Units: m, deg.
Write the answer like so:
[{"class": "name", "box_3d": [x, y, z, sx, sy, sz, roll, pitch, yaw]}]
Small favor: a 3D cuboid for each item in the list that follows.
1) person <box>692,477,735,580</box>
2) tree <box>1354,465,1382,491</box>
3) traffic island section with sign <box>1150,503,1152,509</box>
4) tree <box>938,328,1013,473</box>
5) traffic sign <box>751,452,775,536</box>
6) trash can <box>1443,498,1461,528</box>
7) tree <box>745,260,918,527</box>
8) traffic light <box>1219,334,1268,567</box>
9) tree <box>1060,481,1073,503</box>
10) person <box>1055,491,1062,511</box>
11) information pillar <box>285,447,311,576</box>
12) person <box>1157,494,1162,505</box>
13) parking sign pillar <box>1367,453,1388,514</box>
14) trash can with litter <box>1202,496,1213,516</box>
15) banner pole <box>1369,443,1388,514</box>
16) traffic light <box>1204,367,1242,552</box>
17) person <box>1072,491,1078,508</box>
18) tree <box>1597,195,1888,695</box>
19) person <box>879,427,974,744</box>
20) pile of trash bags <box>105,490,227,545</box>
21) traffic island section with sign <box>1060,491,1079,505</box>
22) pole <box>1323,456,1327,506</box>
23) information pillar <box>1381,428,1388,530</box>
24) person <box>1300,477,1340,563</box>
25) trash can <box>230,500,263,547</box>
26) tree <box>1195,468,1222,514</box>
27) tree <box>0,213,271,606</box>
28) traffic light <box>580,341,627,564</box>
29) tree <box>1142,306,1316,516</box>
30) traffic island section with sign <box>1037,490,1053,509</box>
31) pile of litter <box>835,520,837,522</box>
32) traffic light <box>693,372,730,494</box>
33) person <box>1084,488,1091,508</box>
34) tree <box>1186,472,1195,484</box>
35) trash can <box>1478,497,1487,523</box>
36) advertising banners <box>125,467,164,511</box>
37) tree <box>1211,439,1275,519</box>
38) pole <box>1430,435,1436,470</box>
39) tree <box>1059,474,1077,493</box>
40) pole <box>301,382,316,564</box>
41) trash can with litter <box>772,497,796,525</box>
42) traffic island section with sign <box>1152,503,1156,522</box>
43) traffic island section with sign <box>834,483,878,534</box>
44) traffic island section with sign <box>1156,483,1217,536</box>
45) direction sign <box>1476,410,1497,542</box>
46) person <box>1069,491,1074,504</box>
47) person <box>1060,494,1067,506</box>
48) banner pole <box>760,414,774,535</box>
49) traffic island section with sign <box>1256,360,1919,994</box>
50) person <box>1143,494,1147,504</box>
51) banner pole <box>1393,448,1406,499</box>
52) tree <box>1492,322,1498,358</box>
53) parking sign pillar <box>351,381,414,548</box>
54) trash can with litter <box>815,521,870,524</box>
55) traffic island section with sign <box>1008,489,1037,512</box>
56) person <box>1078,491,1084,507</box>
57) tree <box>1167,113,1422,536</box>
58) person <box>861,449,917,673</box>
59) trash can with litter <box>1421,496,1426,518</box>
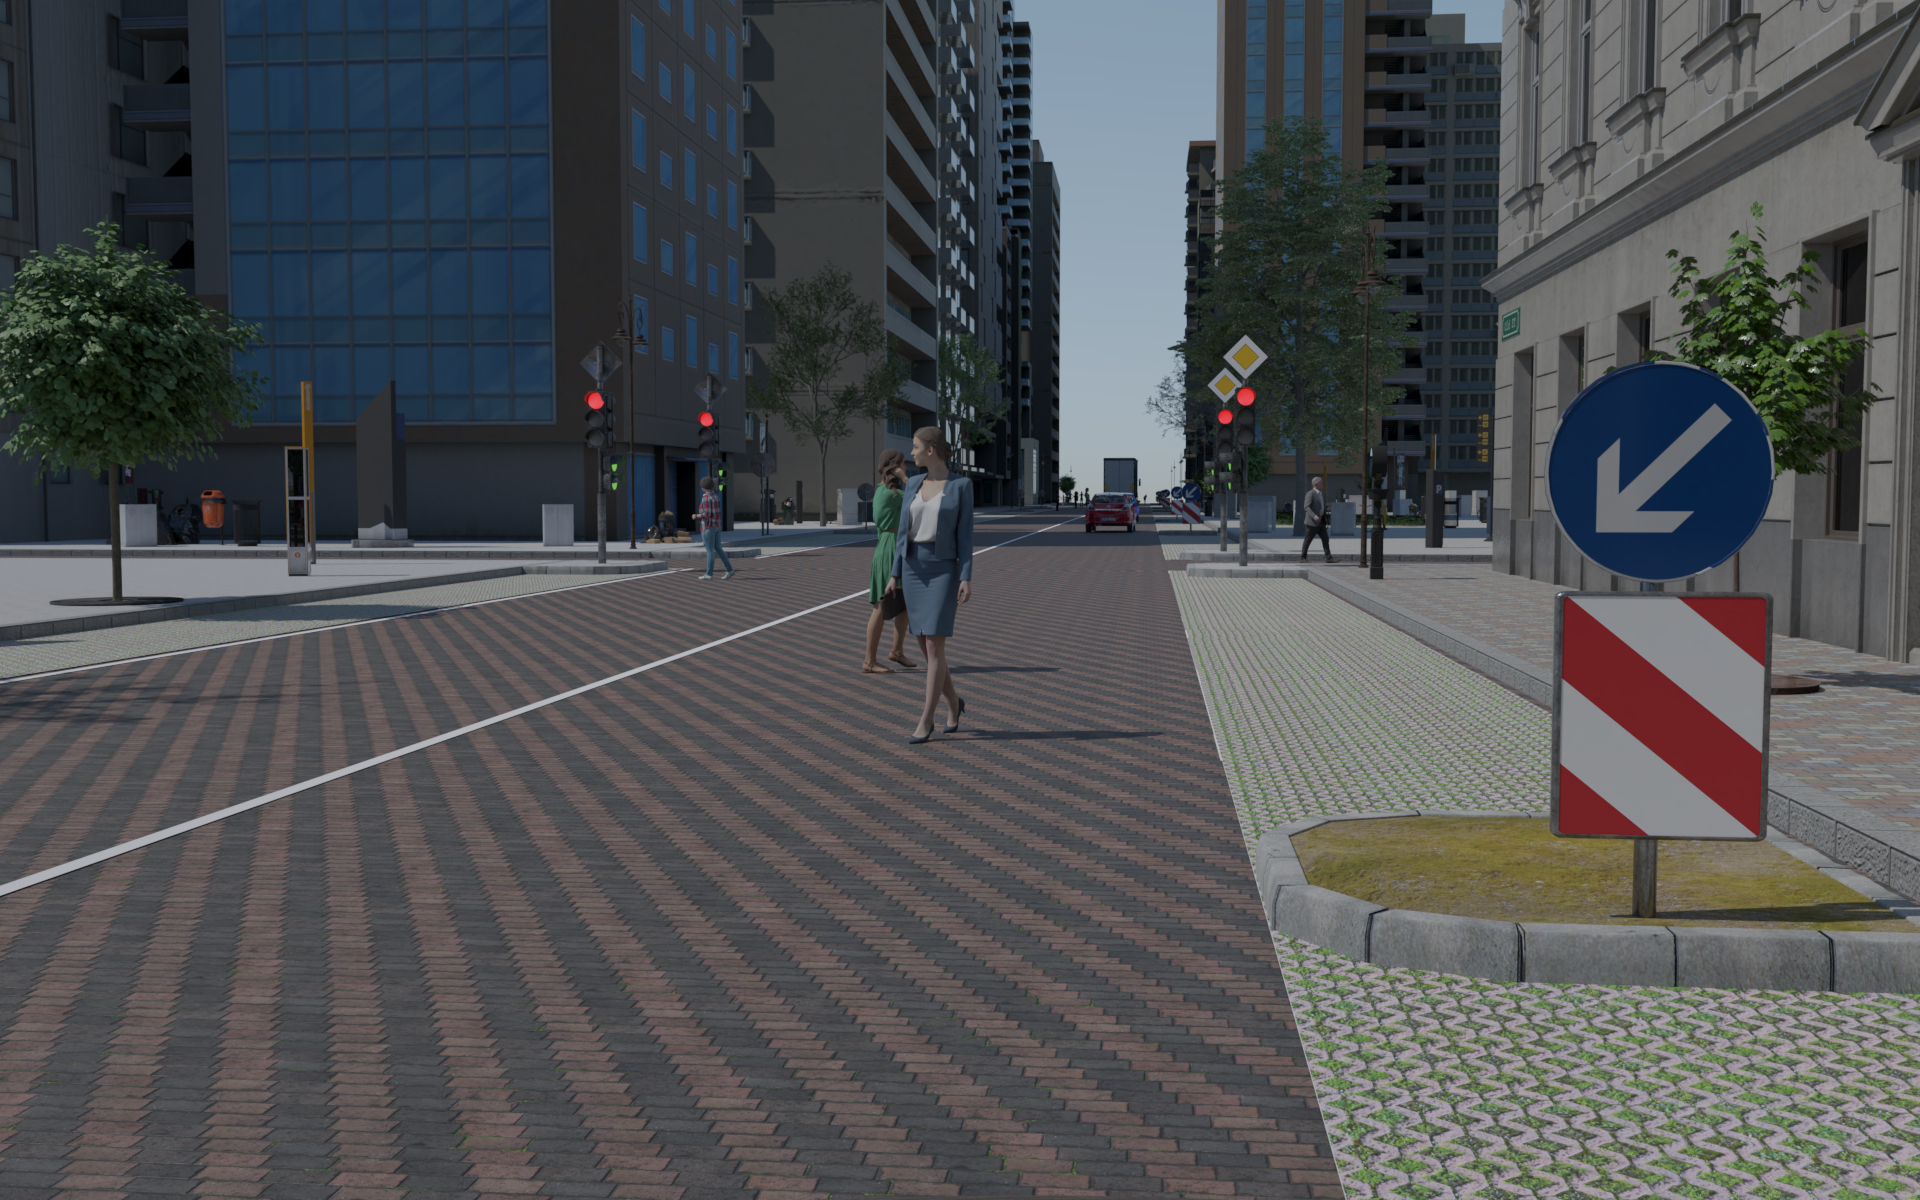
[{"class": "person", "box_3d": [-4.144, -1.206, 29.052, 0.643, 1.720, 0.563, 1, 4, 17]}, {"class": "tree", "box_3d": [21.798, -5.899, 91.044, 1.663, 3.219, 1.824, 0, 3, 0]}, {"class": "traffic island section with sign", "box_3d": [16.337, -7.924, 138.185, 1.989, 1.847, 2.006, 0, 4, 6]}, {"class": "tree", "box_3d": [-0.580, -11.040, 106.267, 9.928, 11.665, 9.643, 0, 3, 0]}, {"class": "traffic sign", "box_3d": [-6.043, -3.237, 53.029, 0.768, 2.556, 0.104, 1, 4, 10]}, {"class": "trash can", "box_3d": [18.399, -3.260, 64.960, 0.748, 1.137, 0.748, 0, 3, 0]}, {"class": "tree", "box_3d": [-5.192, -8.182, 68.185, 8.767, 10.594, 7.601, 2, 4, 32]}, {"class": "traffic light", "box_3d": [5.010, -2.551, 30.622, 0.839, 4.253, 0.868, 0, 4, 6]}, {"class": "tree", "box_3d": [15.603, -16.069, 257.333, 1.663, 3.219, 1.824, 0, 3, 0]}, {"class": "person", "box_3d": [8.389, -8.465, 147.586, 0.721, 1.739, 1.217, -2, 4, -25]}, {"class": "information pillar", "box_3d": [-10.336, -1.380, 27.050, 0.304, 2.012, 0.304, -1, 4, -11]}, {"class": "person", "box_3d": [25.137, -12.700, 216.698, 0.990, 1.755, 0.434, 2, 4, 34]}, {"class": "parking sign pillar", "box_3d": [24.647, -6.982, 102.635, 1.447, 3.967, 1.447, 1, 4, 22]}, {"class": "trash can with litter", "box_3d": [14.159, -5.360, 99.030, 0.624, 1.170, 1.055, 0, 4, 8]}, {"class": "banner pole", "box_3d": [18.142, -5.206, 75.135, 0.863, 3.779, 0.401, -1, 4, -9]}, {"class": "traffic light", "box_3d": [5.868, -3.036, 38.561, 0.839, 4.253, 0.868, 0, 4, 6]}, {"class": "person", "box_3d": [11.507, -10.045, 173.251, 0.721, 1.766, 1.217, -2, 4, -26]}, {"class": "tree", "box_3d": [5.146, -1.022, 11.319, 1.663, 3.219, 1.824, 0, 3, 0]}, {"class": "person", "box_3d": [-0.119, -0.100, 10.151, 0.581, 1.822, 0.654, 3, 5, 44]}, {"class": "pile of trash bags", "box_3d": [-19.928, -2.089, 43.900, 3.447, 1.369, 1.912, 2, 4, 24]}, {"class": "traffic island section with sign", "box_3d": [13.745, -12.957, 220.470, 1.989, 1.847, 2.006, 0, 4, 6]}, {"class": "pole", "box_3d": [19.777, -6.118, 93.874, 0.158, 3.312, 0.155, 0, 3, 0]}, {"class": "information pillar", "box_3d": [15.178, -4.317, 61.934, 0.183, 3.616, 0.504, 0, 4, 3]}, {"class": "person", "box_3d": [7.343, -1.619, 35.362, 0.834, 1.777, 0.661, 3, 4, 36]}, {"class": "trash can", "box_3d": [-17.502, -1.888, 42.519, 0.748, 1.137, 0.748, 0, 3, 0]}, {"class": "tree", "box_3d": [16.416, -7.169, 111.811, 1.663, 3.219, 1.824, 0, 3, 0]}, {"class": "tree", "box_3d": [-10.052, -2.242, 20.365, 4.285, 4.588, 4.351, 0, 3, 0]}, {"class": "traffic light", "box_3d": [-6.585, -2.626, 31.855, 0.839, 4.253, 0.868, 0, 4, 6]}, {"class": "tree", "box_3d": [16.096, -11.742, 102.357, 12.009, 13.543, 11.850, 0, 3, 0]}, {"class": "traffic island section with sign", "box_3d": [7.849, -9.613, 165.804, 1.989, 1.847, 2.006, 0, 4, 6]}, {"class": "pile of litter", "box_3d": [-4.973, -3.942, 78.414, 1.176, 0.858, 1.719, -2, 4, -33]}, {"class": "traffic light", "box_3d": [-5.727, -3.111, 39.794, 0.839, 4.253, 0.868, 0, 4, 6]}, {"class": "person", "box_3d": [7.059, -5.251, 94.622, 0.573, 1.790, 0.520, -1, 4, -21]}, {"class": "tree", "box_3d": [17.439, -8.144, 127.755, 1.663, 3.219, 1.824, 0, 3, 0]}, {"class": "trash can", "box_3d": [23.235, -3.961, 76.409, 0.748, 1.137, 0.748, 0, 3, 0]}, {"class": "advertising banners", "box_3d": [-21.899, -3.072, 46.410, 0.090, 3.025, 2.074, 0, 4, 2]}, {"class": "tree", "box_3d": [14.641, -6.483, 89.710, 4.285, 4.588, 4.351, 0, 3, 0]}, {"class": "pole", "box_3d": [16.223, -4.012, 59.439, 0.158, 3.312, 0.155, 0, 3, 0]}, {"class": "tree", "box_3d": [16.463, -17.400, 268.202, 4.285, 4.588, 4.351, 0, 3, 0]}, {"class": "pole", "box_3d": [-11.870, -2.307, 31.557, 0.158, 3.312, 0.155, 0, 3, 0]}, {"class": "trash can with litter", "box_3d": [-7.282, -3.665, 71.312, 1.055, 1.170, 0.624, 2, 4, 30]}, {"class": "traffic island section with sign", "box_3d": [10.873, -4.832, 87.628, 1.989, 1.847, 2.006, 0, 4, 6]}, {"class": "traffic island section with sign", "box_3d": [-3.376, -3.266, 62.027, 1.989, 1.847, 2.006, 0, 4, 6]}, {"class": "traffic island section with sign", "box_3d": [7.906, -3.154, 60.196, 1.989, 1.847, 2.006, 0, 4, 6]}, {"class": "direction sign", "box_3d": [14.359, -3.348, 46.739, 0.876, 3.537, 0.379, 3, 4, 38]}, {"class": "person", "box_3d": [14.369, -13.306, 226.051, 1.348, 1.824, 0.705, 1, 4, 12]}, {"class": "person", "box_3d": [11.986, -11.503, 199.798, 0.991, 1.433, 0.599, -2, 4, -32]}, {"class": "banner pole", "box_3d": [-6.052, -3.894, 53.689, 0.401, 3.779, 0.863, 1, 4, 15]}, {"class": "traffic island section with sign", "box_3d": [2.057, 0.164, 5.945, 1.989, 1.847, 2.006, 0, 4, 6]}, {"class": "person", "box_3d": [25.630, -13.928, 239.458, 0.421, 1.427, 0.697, -1, 4, -22]}, {"class": "banner pole", "box_3d": [23.627, -6.327, 93.460, 0.863, 3.779, 0.401, -1, 4, -12]}, {"class": "tree", "box_3d": [20.569, -6.746, 60.655, 4.737, 8.622, 4.395, 0, 3, 0]}, {"class": "parking sign pillar", "box_3d": [-13.927, -3.255, 41.687, 1.447, 3.967, 1.447, 2, 4, 33]}, {"class": "trash can with litter", "box_3d": [-5.099, -3.871, 74.348, 2.233, 1.210, 1.678, 1, 4, 16]}, {"class": "traffic island section with sign", "box_3d": [4.907, -7.952, 138.642, 1.989, 1.847, 2.006, 0, 4, 6]}, {"class": "person", "box_3d": [13.286, -11.026, 189.501, 1.217, 1.735, 0.721, -1, 4, -13]}, {"class": "tree", "box_3d": [10.148, -8.231, 52.706, 7.486, 12.596, 7.792, 0, 3, 0]}, {"class": "person", "box_3d": [-0.565, -0.319, 13.957, 0.529, 1.795, 0.600, -2, 4, -26]}, {"class": "trash can with litter", "box_3d": [20.976, -4.175, 79.326, 2.233, 1.210, 1.678, -2, 4, -32]}]
